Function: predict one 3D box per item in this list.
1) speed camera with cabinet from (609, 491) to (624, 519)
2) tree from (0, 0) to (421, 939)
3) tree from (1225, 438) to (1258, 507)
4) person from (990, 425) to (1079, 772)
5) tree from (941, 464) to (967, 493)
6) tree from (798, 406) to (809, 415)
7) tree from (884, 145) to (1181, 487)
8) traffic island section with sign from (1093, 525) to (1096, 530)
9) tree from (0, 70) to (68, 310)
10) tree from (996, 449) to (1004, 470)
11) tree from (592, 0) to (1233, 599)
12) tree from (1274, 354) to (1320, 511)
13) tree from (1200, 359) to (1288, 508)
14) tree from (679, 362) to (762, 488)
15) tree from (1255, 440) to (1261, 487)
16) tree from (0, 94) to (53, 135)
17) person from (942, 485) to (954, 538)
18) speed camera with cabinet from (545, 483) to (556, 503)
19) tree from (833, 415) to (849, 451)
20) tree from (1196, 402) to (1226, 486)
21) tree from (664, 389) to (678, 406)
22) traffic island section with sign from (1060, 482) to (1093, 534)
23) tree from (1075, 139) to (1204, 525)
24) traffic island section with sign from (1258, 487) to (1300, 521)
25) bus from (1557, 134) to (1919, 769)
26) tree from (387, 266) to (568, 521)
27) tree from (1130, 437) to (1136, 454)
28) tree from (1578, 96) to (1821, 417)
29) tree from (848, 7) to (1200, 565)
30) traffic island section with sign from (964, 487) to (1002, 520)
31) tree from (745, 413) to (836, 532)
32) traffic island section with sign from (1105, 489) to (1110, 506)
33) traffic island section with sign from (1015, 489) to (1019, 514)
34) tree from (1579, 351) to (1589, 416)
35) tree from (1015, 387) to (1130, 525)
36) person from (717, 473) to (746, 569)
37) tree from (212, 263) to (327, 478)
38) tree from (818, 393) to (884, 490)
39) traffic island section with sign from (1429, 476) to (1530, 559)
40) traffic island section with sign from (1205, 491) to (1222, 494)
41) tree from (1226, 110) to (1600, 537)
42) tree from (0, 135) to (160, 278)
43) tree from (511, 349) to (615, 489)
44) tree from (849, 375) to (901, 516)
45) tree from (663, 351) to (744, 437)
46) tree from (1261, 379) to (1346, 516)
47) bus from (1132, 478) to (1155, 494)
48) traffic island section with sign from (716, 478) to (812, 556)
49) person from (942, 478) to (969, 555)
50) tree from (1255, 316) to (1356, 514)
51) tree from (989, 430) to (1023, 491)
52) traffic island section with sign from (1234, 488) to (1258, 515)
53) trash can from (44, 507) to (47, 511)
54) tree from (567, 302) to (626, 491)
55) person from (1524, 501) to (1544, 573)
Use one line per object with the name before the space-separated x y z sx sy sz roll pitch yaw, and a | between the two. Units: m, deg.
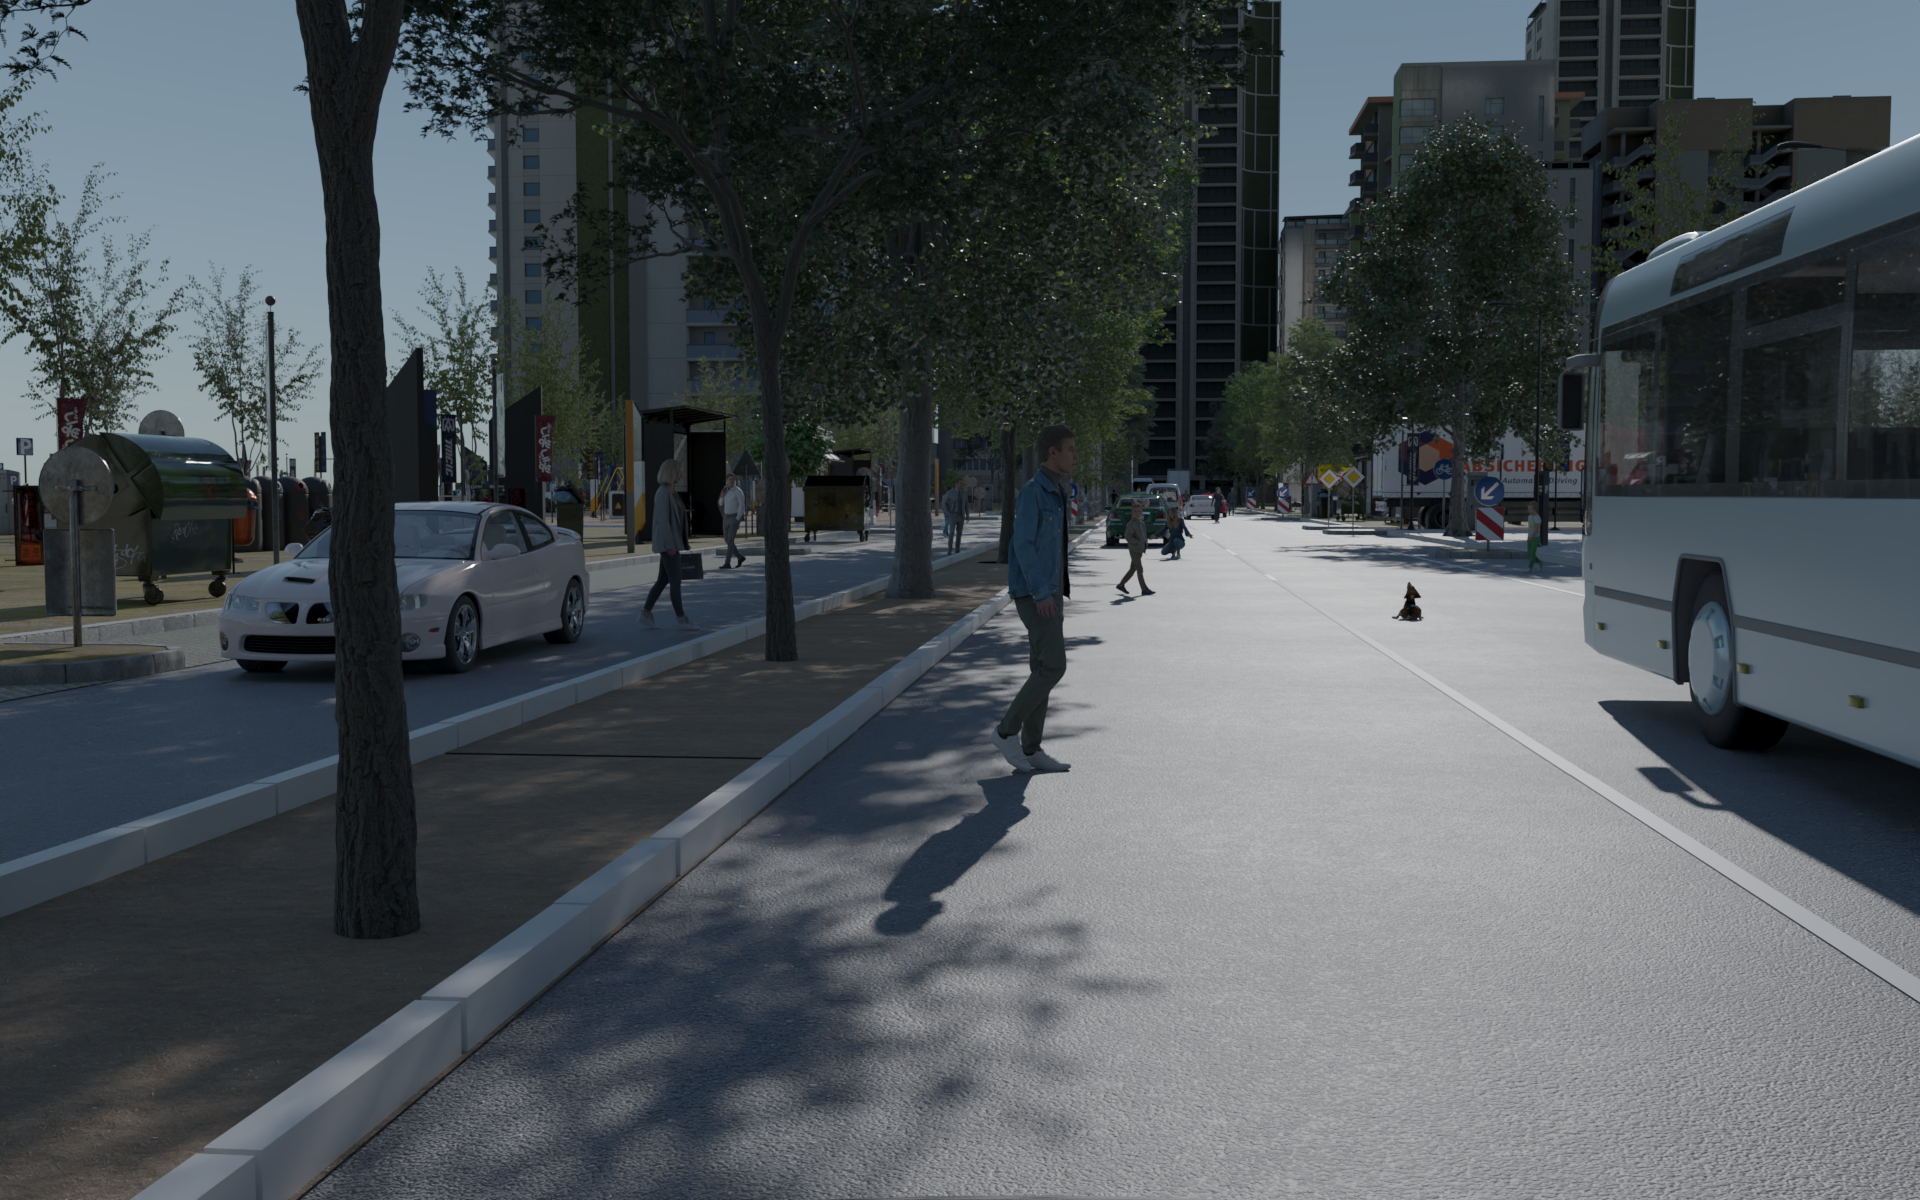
speed camera with cabinet | -17.337 -5.890 90.642 2.038 3.252 0.660 -1 4 -13
tree | -1.847 -4.209 5.693 8.767 10.594 7.601 0 4 6
tree | 29.260 -13.863 177.023 4.737 8.622 4.395 0 3 0
person | 0.388 -0.004 8.914 0.444 1.785 0.601 1 4 22
tree | -0.535 -7.110 110.851 1.663 3.219 1.824 0 3 0
tree | -9.804 -10.247 117.908 4.737 8.622 4.395 0 3 0
tree | 1.661 -7.536 43.804 7.486 12.596 7.792 0 3 0
traffic island section with sign | 4.506 -3.813 70.480 2.006 1.907 1.989 0 4 6
tree | -14.175 -4.405 22.379 4.737 8.622 4.395 0 3 0
tree | 4.944 -13.035 163.489 4.737 8.622 4.395 0 3 0
tree | -0.678 -6.998 23.530 9.857 13.997 8.962 0 3 0
tree | 23.801 -12.519 130.438 9.928 11.665 9.643 0 3 0
tree | 26.994 -15.115 157.504 12.009 13.543 11.850 0 3 0
tree | -12.465 -8.877 95.501 4.737 8.622 4.395 0 3 0
tree | 25.389 -11.504 138.455 4.360 8.622 3.978 0 3 0
tree | -16.831 -4.754 28.097 4.360 8.622 3.978 0 3 0
person | -0.410 -2.912 56.952 0.643 1.720 0.563 -2 4 -33
speed camera with cabinet | -32.694 -8.736 137.170 2.038 3.252 0.660 2 4 32
tree | -7.019 -10.871 128.103 4.360 8.622 3.978 0 3 0
tree | 30.757 -16.738 190.667 9.611 12.733 9.660 0 3 0
tree | -16.355 -9.568 106.806 4.737 8.622 4.395 0 3 0
traffic island section with sign | 3.732 -3.362 63.113 2.006 1.907 1.989 0 4 6
tree | 5.904 -14.381 93.473 12.611 20.169 13.585 0 3 0
traffic island section with sign | 17.412 -5.235 94.217 1.989 1.847 2.006 0 4 6
bus | 5.146 -0.731 6.811 2.948 3.499 13.247 0 4 6
tree | -15.916 -6.413 55.210 4.737 8.622 4.395 0 3 0
tree | 11.051 -10.796 129.328 4.737 8.622 4.395 0 3 0
tree | 13.993 -5.038 32.732 4.737 8.622 4.395 0 3 0
tree | 1.059 -6.535 35.057 9.928 11.665 9.643 0 3 0
traffic island section with sign | 1.123 -5.338 95.911 1.989 1.847 2.006 0 4 6
tree | -5.791 -4.576 58.537 4.285 4.588 4.351 0 3 0
traffic island section with sign | 12.255 -8.384 145.219 2.006 1.907 1.989 0 4 6
traffic island section with sign | 3.914 -6.978 122.721 1.989 1.847 2.006 0 4 6
tree | 29.352 -7.752 77.106 4.360 8.622 3.978 0 3 0
tree | 4.686 -7.266 71.618 4.737 8.622 4.395 0 3 0
person | -4.407 -1.511 33.310 0.679 1.850 0.850 2 4 34
tree | -22.669 -6.402 55.039 4.360 8.622 3.978 0 3 0
tree | -6.528 -9.764 110.004 4.737 8.622 4.395 0 3 0
traffic island section with sign | 11.702 -1.866 39.145 1.989 1.847 2.006 0 4 6
traffic island section with sign | 25.428 -9.958 171.443 1.989 1.847 2.006 0 4 6
tree | 15.003 -8.262 52.090 9.611 12.733 9.660 0 3 0
tree | -19.394 -5.364 38.058 4.360 8.622 3.978 0 3 0
tree | -19.854 -8.386 87.476 4.360 8.622 3.978 0 3 0
tree | -4.223 -9.347 103.190 4.360 8.622 3.978 0 3 0
tree | -13.041 -8.484 89.084 4.360 8.622 3.978 0 3 0
tree | 20.757 -9.228 101.233 4.360 8.622 3.978 0 3 0
bus | 21.992 -13.000 207.403 2.948 3.499 13.247 0 4 7
traffic island section with sign | -4.580 -1.979 40.980 1.989 1.847 2.006 0 4 6
person | -0.082 -1.992 41.173 0.635 1.810 0.391 -2 4 -31
tree | 22.578 -11.766 110.503 7.486 12.596 7.792 0 3 0
tree | 4.142 -12.025 146.969 4.360 8.622 3.978 0 3 0
traffic island section with sign | 20.200 -6.875 121.028 1.989 1.847 2.006 0 4 6
trash can | -60.846 -6.356 115.580 0.748 1.137 0.748 0 3 0
tree | -14.803 -6.789 61.357 4.737 8.622 4.395 0 3 0
person | 10.526 -1.160 31.718 0.590 1.304 0.306 -2 4 -35
